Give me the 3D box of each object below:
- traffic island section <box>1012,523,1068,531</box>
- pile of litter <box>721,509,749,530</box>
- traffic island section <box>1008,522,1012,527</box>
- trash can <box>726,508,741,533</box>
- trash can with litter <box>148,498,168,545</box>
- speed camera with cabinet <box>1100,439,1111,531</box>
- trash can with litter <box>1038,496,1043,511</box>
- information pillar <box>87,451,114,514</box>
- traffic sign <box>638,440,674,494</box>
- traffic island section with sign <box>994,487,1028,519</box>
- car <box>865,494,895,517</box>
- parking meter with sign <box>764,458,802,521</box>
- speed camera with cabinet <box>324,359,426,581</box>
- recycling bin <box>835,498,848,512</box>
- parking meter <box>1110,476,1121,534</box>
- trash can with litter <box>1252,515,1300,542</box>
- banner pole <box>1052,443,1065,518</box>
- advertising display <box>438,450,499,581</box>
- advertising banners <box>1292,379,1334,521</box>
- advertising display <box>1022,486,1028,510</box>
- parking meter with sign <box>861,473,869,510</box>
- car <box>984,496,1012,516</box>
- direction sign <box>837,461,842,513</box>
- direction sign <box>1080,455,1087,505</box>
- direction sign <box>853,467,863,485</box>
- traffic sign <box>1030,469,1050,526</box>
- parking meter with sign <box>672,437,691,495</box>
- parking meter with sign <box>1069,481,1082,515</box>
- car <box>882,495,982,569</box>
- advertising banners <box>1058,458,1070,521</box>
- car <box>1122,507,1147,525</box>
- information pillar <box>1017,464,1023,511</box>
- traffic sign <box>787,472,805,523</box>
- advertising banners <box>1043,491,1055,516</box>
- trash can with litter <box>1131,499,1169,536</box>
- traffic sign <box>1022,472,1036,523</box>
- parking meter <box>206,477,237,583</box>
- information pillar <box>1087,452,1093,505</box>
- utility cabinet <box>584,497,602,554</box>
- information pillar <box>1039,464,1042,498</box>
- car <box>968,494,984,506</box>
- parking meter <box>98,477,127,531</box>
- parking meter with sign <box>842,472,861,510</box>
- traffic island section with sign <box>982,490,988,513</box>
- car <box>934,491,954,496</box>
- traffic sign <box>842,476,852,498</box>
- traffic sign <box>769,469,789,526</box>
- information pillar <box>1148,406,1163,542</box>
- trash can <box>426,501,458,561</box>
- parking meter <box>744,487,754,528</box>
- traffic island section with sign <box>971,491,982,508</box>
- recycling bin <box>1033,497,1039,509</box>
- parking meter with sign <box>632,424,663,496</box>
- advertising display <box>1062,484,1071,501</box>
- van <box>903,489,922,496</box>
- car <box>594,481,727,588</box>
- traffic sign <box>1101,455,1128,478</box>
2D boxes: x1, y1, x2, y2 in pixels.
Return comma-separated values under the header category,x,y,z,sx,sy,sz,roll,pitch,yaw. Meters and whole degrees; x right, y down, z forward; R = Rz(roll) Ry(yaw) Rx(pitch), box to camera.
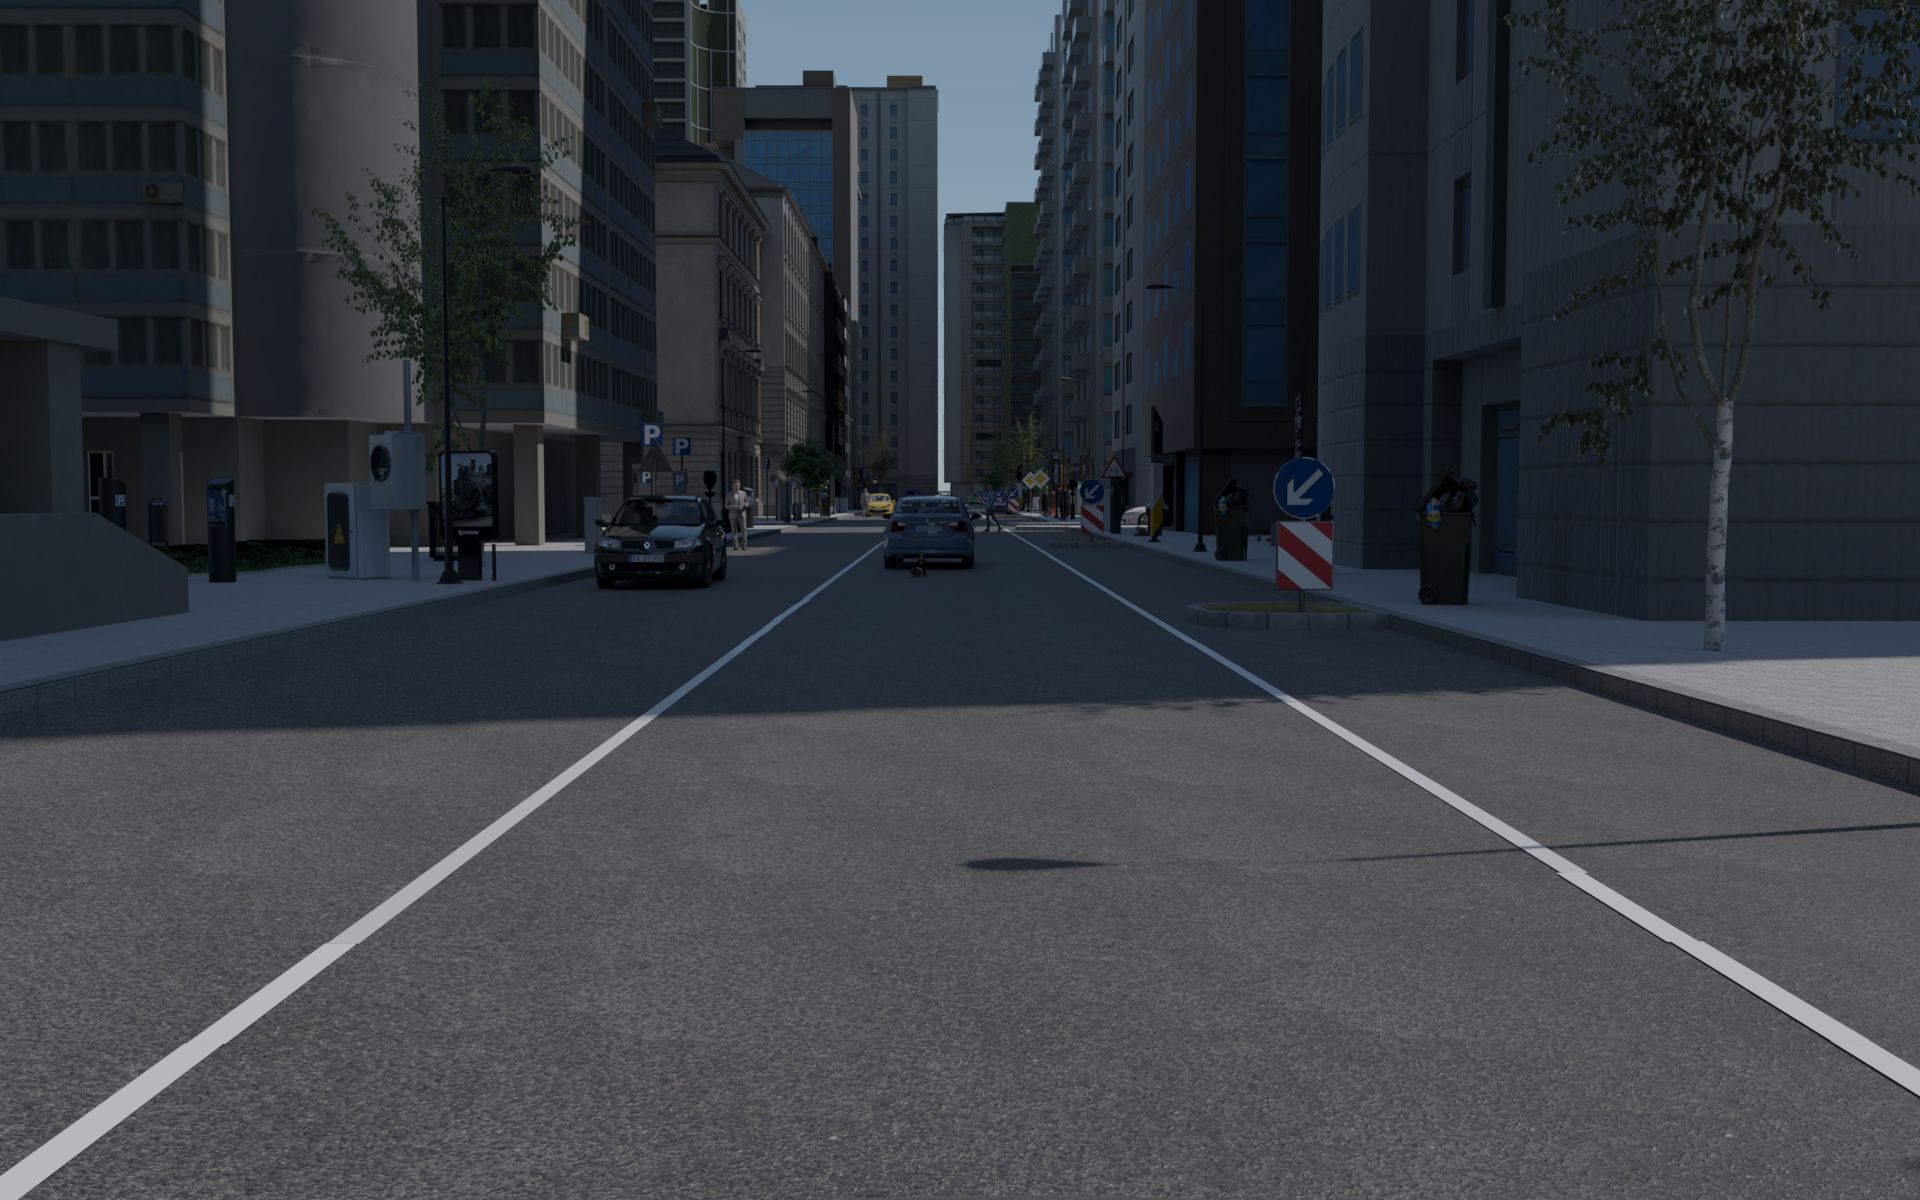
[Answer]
category,x,y,z,sx,sy,sz,roll,pitch,yaw
traffic island section,3.228,-2.880,69.363,2.009,0.180,2.903,0,4,0
pile of litter,-8.191,-2.973,62.571,1.176,0.858,1.719,1,4,8
traffic island section,3.171,-3.368,77.348,2.009,0.180,2.903,0,4,0
trash can,-7.565,-2.830,57.927,0.748,1.137,0.748,0,3,0
trash can with litter,-15.300,-1.390,33.788,1.678,1.210,2.233,1,4,9
speed camera with cabinet,5.275,-4.099,61.356,0.660,3.252,2.038,0,4,6
trash can with litter,6.362,-7.217,129.392,1.055,1.170,0.624,1,4,8
information pillar,-14.666,-1.536,29.610,0.304,2.012,0.304,0,4,-1
traffic sign,-7.352,-2.559,41.836,0.884,2.594,0.081,0,4,5
traffic island section with sign,3.001,-5.722,102.182,1.989,1.847,2.006,0,4,0
car,-5.094,-6.064,109.377,2.015,1.641,3.980,0,4,0
parking meter with sign,-8.467,-5.313,83.129,1.738,3.016,0.543,-2,4,-25
speed camera with cabinet,-8.765,-1.929,25.875,2.038,3.252,0.660,3,5,43
recycling bin,-8.339,-6.736,122.681,0.722,1.027,0.722,0,4,7
parking meter,5.020,-3.066,55.845,0.255,1.863,0.399,-1,4,-17
trash can with litter,8.752,-2.185,46.774,2.233,1.210,1.678,1,4,18
banner pole,4.898,-5.849,85.650,0.863,3.779,0.401,2,4,29
advertising display,-7.289,-1.254,25.715,0.974,1.923,0.123,1,4,20
advertising banners,5.554,-1.903,27.303,0.090,3.025,2.074,2,4,29
advertising display,4.932,-7.951,135.205,0.974,1.923,0.123,-3,5,-43
parking meter with sign,-8.319,-8.863,141.163,1.738,3.016,0.543,-3,4,-38
car,2.621,-6.394,117.126,1.945,1.354,3.894,0,4,-2
direction sign,-8.173,-7.682,117.597,0.379,3.537,0.876,1,4,12
direction sign,7.272,-6.680,101.219,0.379,3.537,0.876,-2,4,-32
direction sign,-8.607,-9.456,146.607,0.876,3.537,0.379,-1,4,-13
traffic sign,3.205,-4.015,69.286,0.795,2.450,0.064,0,4,0
parking meter with sign,-8.501,-3.443,52.560,0.543,3.016,1.738,0,4,-4
parking meter with sign,7.012,-6.605,104.248,0.543,3.016,1.738,-2,4,-32
car,-0.579,-1.381,34.579,2.014,1.417,4.499,0,4,1
advertising banners,5.067,-5.341,83.517,0.090,3.025,2.074,1,4,16
car,9.394,-3.805,74.575,4.827,1.381,2.083,0,4,0
information pillar,4.540,-8.587,131.745,0.504,3.616,0.183,2,4,34
traffic sign,-7.297,-4.500,77.216,0.795,2.450,0.064,0,4,0
advertising banners,5.354,-6.351,100.031,0.090,3.025,2.074,2,4,32
trash can with litter,5.783,-2.529,52.739,1.055,1.170,0.624,-2,4,-31
traffic sign,3.147,-4.503,77.270,0.795,2.450,0.064,0,4,0
parking meter,-10.729,-1.024,25.159,0.372,1.533,0.369,0,3,0
information pillar,7.220,-6.421,96.334,0.183,3.616,0.504,-2,4,-35
utility cabinet,-7.944,-1.615,37.572,0.306,1.237,1.020,0,4,-6
information pillar,6.224,-8.714,133.824,0.183,3.616,0.504,1,4,13
car,1.972,-12.660,215.787,1.959,1.807,4.718,0,4,-2
parking meter,-12.650,-1.069,25.884,0.372,1.533,0.369,0,3,0
parking meter with sign,-8.852,-8.526,135.660,1.738,3.016,0.543,0,4,7
traffic island section with sign,2.807,-7.371,129.137,1.989,1.847,2.006,0,4,0
car,-1.804,-11.635,198.912,2.281,1.827,5.304,0,4,-2
traffic sign,-8.070,-7.550,123.554,0.768,2.556,0.104,0,4,4
traffic sign,-7.239,-4.012,69.231,0.795,2.450,0.064,0,4,0
information pillar,5.230,-3.349,46.109,0.183,3.616,0.504,3,4,38
trash can,-9.903,-1.325,33.312,0.748,1.137,0.748,0,3,0
parking meter,-7.975,-3.483,65.355,0.372,1.533,0.369,0,3,0
traffic island section with sign,2.446,-10.456,179.581,1.989,1.847,2.006,0,4,0
recycling bin,6.857,-8.494,151.428,0.722,1.027,0.722,-2,4,-34
parking meter with sign,-7.962,-2.902,43.712,0.543,3.016,1.738,-1,4,-23
advertising display,6.872,-6.451,110.684,0.123,1.923,0.974,-3,4,-37
van,-5.732,-12.627,210.841,2.240,2.365,5.245,0,4,-1
car,-4.725,-1.093,27.653,2.009,1.686,4.222,0,4,-2
traffic sign,5.116,-3.515,57.478,0.884,2.594,0.081,0,4,0
